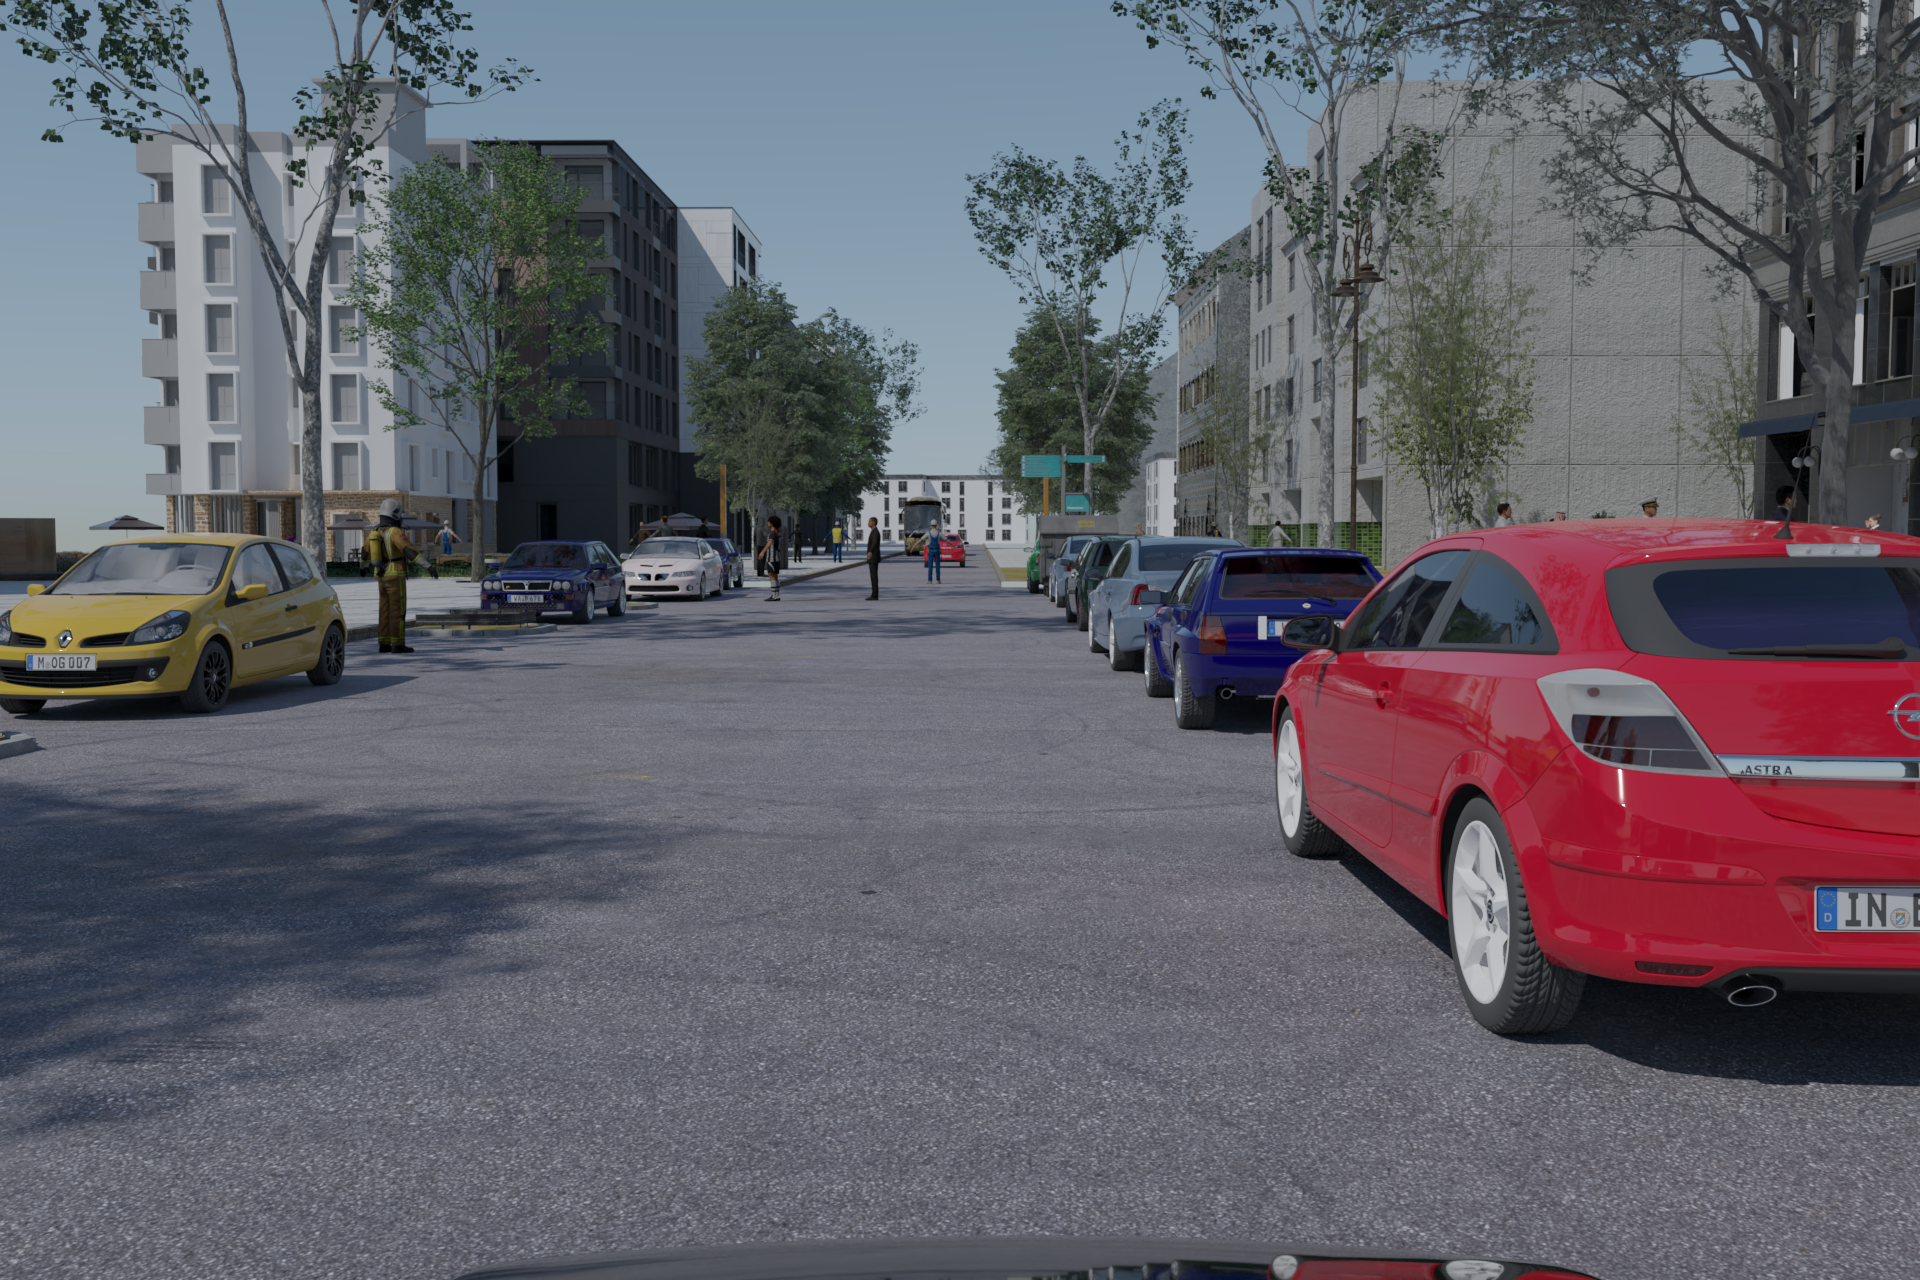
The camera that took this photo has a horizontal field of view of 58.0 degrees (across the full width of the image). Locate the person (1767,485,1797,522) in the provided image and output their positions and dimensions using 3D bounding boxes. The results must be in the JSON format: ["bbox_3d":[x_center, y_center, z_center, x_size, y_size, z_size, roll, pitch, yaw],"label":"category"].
[{"bbox_3d":[9.212,-0.812,19.318,0.704,1.823,1.345,0,4,1],"label":"person"}]

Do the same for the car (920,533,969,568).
[{"bbox_3d":[-0.668,-4.046,75.196,2.155,1.783,4.494,0,4,-1],"label":"car"}]

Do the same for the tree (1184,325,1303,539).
[{"bbox_3d":[9.566,-6.770,61.054,4.360,8.622,3.978,0,3,0],"label":"tree"}]

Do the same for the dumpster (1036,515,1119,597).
[{"bbox_3d":[2.694,-1.925,39.685,1.865,1.857,1.264,0,4,0],"label":"dumpster"}]

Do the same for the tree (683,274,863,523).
[{"bbox_3d":[-9.200,-10.907,84.982,9.857,13.997,8.962,0,3,0],"label":"tree"}]

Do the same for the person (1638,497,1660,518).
[{"bbox_3d":[10.618,-1.276,26.649,1.343,1.855,0.704,-3,5,-42],"label":"person"}]

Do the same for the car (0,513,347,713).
[{"bbox_3d":[-6.795,-0.297,15.078,2.015,1.641,3.980,0,4,1],"label":"car"}]

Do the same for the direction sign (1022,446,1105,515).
[{"bbox_3d":[3.126,-3.858,51.836,2.525,3.948,1.411,0,3,0],"label":"direction sign"}]

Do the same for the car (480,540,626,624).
[{"bbox_3d":[-6.733,-0.996,28.863,1.945,1.354,3.894,0,4,1],"label":"car"}]

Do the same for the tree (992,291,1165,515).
[{"bbox_3d":[6.133,-11.251,90.607,9.857,13.997,8.962,0,3,0],"label":"tree"}]

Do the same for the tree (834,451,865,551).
[{"bbox_3d":[-8.342,-11.095,131.763,4.360,8.622,3.978,0,3,0],"label":"tree"}]

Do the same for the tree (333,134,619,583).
[{"bbox_3d":[-12.551,-7.312,45.304,9.928,11.665,9.643,0,3,0],"label":"tree"}]

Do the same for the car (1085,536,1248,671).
[{"bbox_3d":[2.440,-0.453,19.411,2.014,1.417,4.499,0,4,0],"label":"car"}]

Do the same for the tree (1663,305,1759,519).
[{"bbox_3d":[25.250,-6.398,54.972,4.360,8.622,3.978,0,3,0],"label":"tree"}]

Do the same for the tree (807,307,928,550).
[{"bbox_3d":[-8.689,-17.573,143.206,12.611,20.169,13.585,0,3,0],"label":"tree"}]

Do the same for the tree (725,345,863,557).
[{"bbox_3d":[-9.163,-10.385,95.548,9.928,11.665,9.643,0,3,0],"label":"tree"}]

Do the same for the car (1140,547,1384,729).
[{"bbox_3d":[2.476,-0.090,14.048,1.945,1.354,3.894,0,4,1],"label":"car"}]

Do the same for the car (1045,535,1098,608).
[{"bbox_3d":[2.740,-1.404,34.960,2.014,1.417,4.499,0,4,0],"label":"car"}]

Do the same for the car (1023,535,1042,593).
[{"bbox_3d":[2.574,-2.106,43.235,1.959,1.807,4.718,0,4,1],"label":"car"}]

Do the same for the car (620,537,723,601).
[{"bbox_3d":[-6.396,-1.597,38.474,2.083,1.381,4.827,0,4,0],"label":"car"}]

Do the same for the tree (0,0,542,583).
[{"bbox_3d":[-13.488,-10.870,33.614,12.611,20.169,13.585,0,3,0],"label":"tree"}]

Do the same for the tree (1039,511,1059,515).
[{"bbox_3d":[14.447,-18.966,244.504,7.601,10.594,8.767,0,4,-5],"label":"tree"}]

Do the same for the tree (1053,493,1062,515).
[{"bbox_3d":[6.977,-10.039,114.506,4.737,8.622,4.395,0,3,0],"label":"tree"}]

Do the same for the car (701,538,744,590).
[{"bbox_3d":[-6.717,-2.009,45.421,1.945,1.354,3.894,0,4,0],"label":"car"}]

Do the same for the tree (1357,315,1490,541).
[{"bbox_3d":[15.483,-6.523,57.010,4.737,8.622,4.395,0,3,0],"label":"tree"}]

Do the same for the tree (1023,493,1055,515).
[{"bbox_3d":[6.701,-10.991,130.069,4.737,8.622,4.395,0,3,0],"label":"tree"}]

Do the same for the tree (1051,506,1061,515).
[{"bbox_3d":[6.835,-10.558,122.987,4.737,8.622,4.395,0,3,0],"label":"tree"}]

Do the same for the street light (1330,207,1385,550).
[{"bbox_3d":[5.687,-3.191,24.956,0.468,5.910,1.993,0,4,1],"label":"street light"}]

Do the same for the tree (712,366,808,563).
[{"bbox_3d":[-9.407,-7.732,76.778,4.360,8.622,3.978,0,3,0],"label":"tree"}]

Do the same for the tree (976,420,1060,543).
[{"bbox_3d":[6.578,-14.334,144.733,12.009,13.543,11.850,0,3,0],"label":"tree"}]

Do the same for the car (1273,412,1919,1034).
[{"bbox_3d":[2.364,0.158,6.455,2.155,1.783,4.494,0,4,-1],"label":"car"}]

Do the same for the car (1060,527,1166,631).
[{"bbox_3d":[2.581,-1.045,26.880,2.009,1.686,4.222,0,3,0],"label":"car"}]

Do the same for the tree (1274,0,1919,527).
[{"bbox_3d":[8.052,-6.451,15.840,12.009,13.543,11.850,0,3,0],"label":"tree"}]

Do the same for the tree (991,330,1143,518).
[{"bbox_3d":[6.329,-12.012,103.047,9.857,13.997,8.962,0,3,0],"label":"tree"}]

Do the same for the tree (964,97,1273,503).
[{"bbox_3d":[6.838,-13.400,74.979,12.611,20.169,13.585,0,3,0],"label":"tree"}]

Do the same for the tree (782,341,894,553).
[{"bbox_3d":[-8.787,-12.803,115.985,9.857,13.997,8.962,0,3,0],"label":"tree"}]

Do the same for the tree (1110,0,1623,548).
[{"bbox_3d":[9.950,-11.248,39.799,12.611,20.169,13.585,0,3,0],"label":"tree"}]

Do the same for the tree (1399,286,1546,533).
[{"bbox_3d":[15.062,-6.186,51.497,4.737,8.622,4.395,0,3,0],"label":"tree"}]

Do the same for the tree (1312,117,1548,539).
[{"bbox_3d":[8.708,-4.922,30.840,4.360,8.622,3.978,0,3,0],"label":"tree"}]

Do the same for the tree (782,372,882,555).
[{"bbox_3d":[-8.774,-11.007,105.724,9.928,11.665,9.643,0,3,0],"label":"tree"}]
